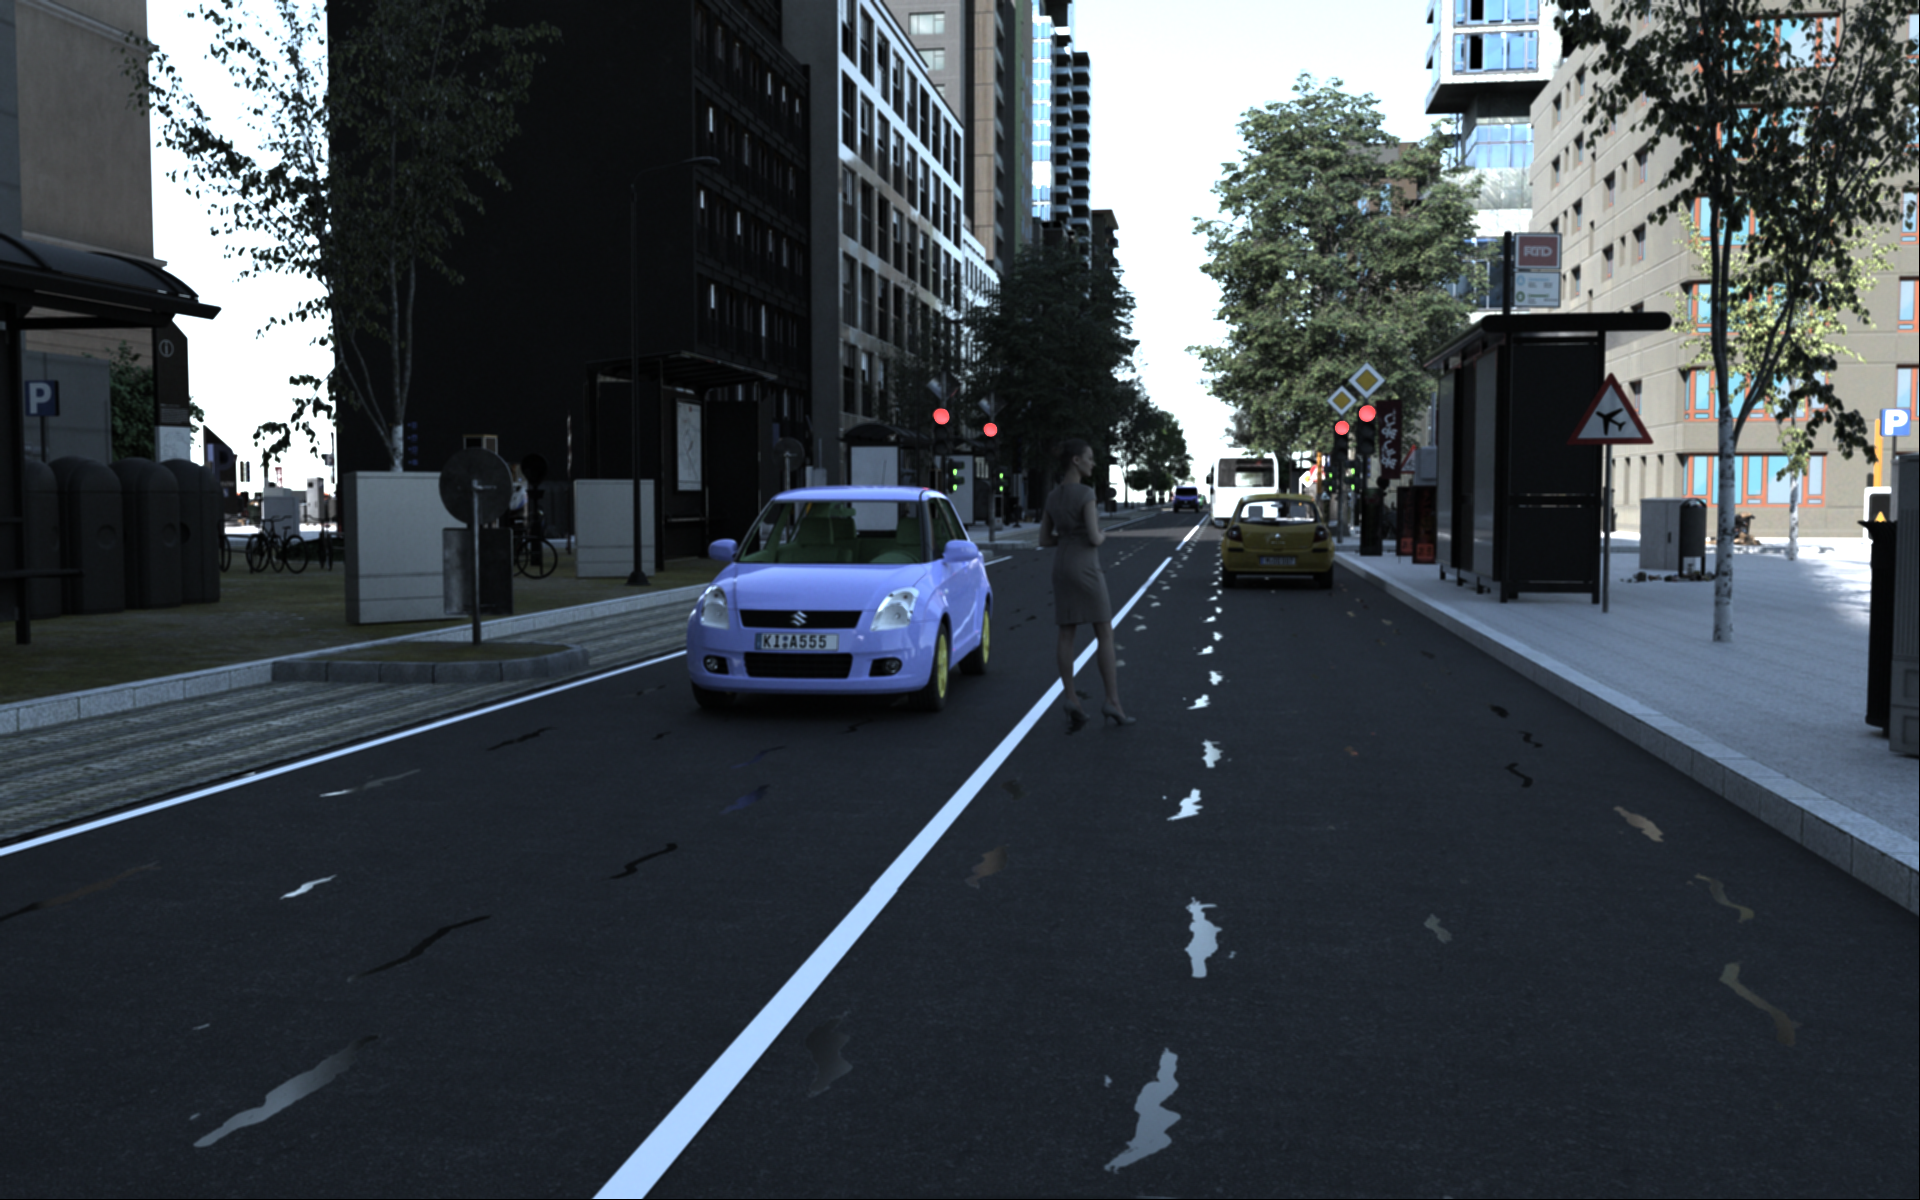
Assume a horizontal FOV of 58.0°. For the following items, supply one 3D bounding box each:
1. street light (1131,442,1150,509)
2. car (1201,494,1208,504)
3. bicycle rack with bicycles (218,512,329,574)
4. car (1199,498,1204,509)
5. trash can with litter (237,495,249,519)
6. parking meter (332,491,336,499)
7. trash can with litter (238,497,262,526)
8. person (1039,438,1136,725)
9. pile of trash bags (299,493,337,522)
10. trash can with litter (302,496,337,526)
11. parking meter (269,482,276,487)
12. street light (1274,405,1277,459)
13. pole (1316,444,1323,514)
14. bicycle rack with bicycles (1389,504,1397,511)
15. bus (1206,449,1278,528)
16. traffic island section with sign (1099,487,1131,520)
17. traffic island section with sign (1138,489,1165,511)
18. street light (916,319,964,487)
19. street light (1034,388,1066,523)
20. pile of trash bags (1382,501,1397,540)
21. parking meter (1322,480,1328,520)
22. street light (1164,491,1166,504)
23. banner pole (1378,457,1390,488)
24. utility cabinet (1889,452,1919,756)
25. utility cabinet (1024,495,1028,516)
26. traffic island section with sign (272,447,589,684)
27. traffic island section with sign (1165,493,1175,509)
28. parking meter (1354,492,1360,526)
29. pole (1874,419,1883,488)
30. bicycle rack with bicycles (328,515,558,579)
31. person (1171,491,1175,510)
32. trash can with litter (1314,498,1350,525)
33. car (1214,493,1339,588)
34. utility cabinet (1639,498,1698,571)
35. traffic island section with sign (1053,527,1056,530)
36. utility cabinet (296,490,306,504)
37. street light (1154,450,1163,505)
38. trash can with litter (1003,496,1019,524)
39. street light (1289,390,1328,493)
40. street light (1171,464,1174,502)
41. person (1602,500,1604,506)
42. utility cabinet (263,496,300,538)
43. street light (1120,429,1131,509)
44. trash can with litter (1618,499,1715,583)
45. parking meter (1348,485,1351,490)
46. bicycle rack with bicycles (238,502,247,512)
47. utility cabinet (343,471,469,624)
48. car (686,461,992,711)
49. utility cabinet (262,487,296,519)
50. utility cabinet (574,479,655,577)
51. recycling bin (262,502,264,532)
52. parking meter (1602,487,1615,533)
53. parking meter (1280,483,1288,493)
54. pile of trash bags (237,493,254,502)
[{"bbox_3d":[15.730,-10.995,152.307,1.470,5.913,1.316,1,4,9],"label":"street light"},{"bbox_3d":[34.474,-14.568,247.973,2.009,1.686,4.222,0,4,7],"label":"car"},{"bbox_3d":[-11.256,-0.950,28.916,2.852,0.926,2.925,-3,4,-36],"label":"bicycle rack with bicycles"},{"bbox_3d":[22.086,-9.495,164.036,1.959,1.807,4.718,0,4,8],"label":"car"},{"bbox_3d":[-36.838,-4.689,87.718,1.678,1.210,2.233,1,4,23],"label":"trash can with litter"},{"bbox_3d":[-43.881,-6.925,121.631,0.372,1.533,0.369,0,3,0],"label":"parking meter"},{"bbox_3d":[-28.923,-3.610,70.407,1.055,1.170,0.624,0,3,0],"label":"trash can with litter"},{"bbox_3d":[0.793,-0.125,10.886,0.374,1.781,0.599,-3,5,-40],"label":"person"},{"bbox_3d":[-28.578,-4.273,79.623,3.447,1.369,1.912,-3,5,-44],"label":"pile of trash bags"},{"bbox_3d":[-25.520,-3.579,69.577,2.233,1.210,1.678,-1,4,-16],"label":"trash can with litter"},{"bbox_3d":[-33.519,-4.817,84.461,0.255,1.863,0.399,-1,4,-12],"label":"parking meter"},{"bbox_3d":[16.478,-7.134,89.189,1.470,5.913,1.316,1,4,9],"label":"street light"},{"bbox_3d":[13.773,-4.436,66.364,0.158,3.312,0.155,0,3,0],"label":"pole"},{"bbox_3d":[15.955,-2.982,62.130,2.852,0.926,2.925,-3,5,-41],"label":"bicycle rack with bicycles"},{"bbox_3d":[12.421,-5.001,76.620,2.948,3.499,13.247,0,4,7],"label":"bus"},{"bbox_3d":[8.393,-5.318,95.569,1.989,1.847,2.006,1,4,9],"label":"traffic island section with sign"},{"bbox_3d":[15.830,-8.286,144.110,1.989,1.847,2.006,1,4,9],"label":"traffic island section with sign"},{"bbox_3d":[-0.591,-4.509,46.255,1.470,5.913,1.316,1,4,9],"label":"street light"},{"bbox_3d":[3.934,-6.325,75.952,1.470,5.913,1.316,1,4,9],"label":"street light"},{"bbox_3d":[12.658,-2.375,48.582,1.912,1.369,3.447,0,4,-5],"label":"pile of trash bags"},{"bbox_3d":[14.790,-3.951,70.310,0.255,1.863,0.399,1,4,10],"label":"parking meter"},{"bbox_3d":[23.544,-14.164,204.130,1.470,5.913,1.316,1,4,9],"label":"street light"},{"bbox_3d":[19.158,-5.412,78.504,0.401,3.779,0.863,-3,4,-37],"label":"banner pole"},{"bbox_3d":[4.905,0.043,7.971,0.318,1.500,1.173,-1,4,-22],"label":"utility cabinet"},{"bbox_3d":[4.283,-5.548,101.872,1.020,1.237,0.306,3,4,37],"label":"utility cabinet"},{"bbox_3d":[-4.119,-0.327,13.973,1.989,1.847,2.006,1,4,9],"label":"traffic island section with sign"},{"bbox_3d":[19.943,-9.923,170.864,1.989,1.847,2.006,1,4,9],"label":"traffic island section with sign"},{"bbox_3d":[15.888,-3.741,69.574,0.372,1.533,0.369,0,3,0],"label":"parking meter"},{"bbox_3d":[25.107,-3.274,47.375,0.158,3.312,0.155,0,3,0],"label":"pole"},{"bbox_3d":[-7.498,-0.800,26.470,2.925,0.926,2.852,1,4,11],"label":"bicycle rack with bicycles"},{"bbox_3d":[18.867,-8.800,153.323,0.756,1.711,0.436,-3,4,-36],"label":"person"},{"bbox_3d":[15.223,-3.751,72.383,2.233,1.210,1.678,1,4,17],"label":"trash can with litter"},{"bbox_3d":[5.077,-1.076,27.811,2.015,1.641,3.980,1,4,10],"label":"car"},{"bbox_3d":[11.974,-1.110,29.315,0.306,1.237,1.020,-1,4,-21],"label":"utility cabinet"},{"bbox_3d":[4.267,-3.673,68.688,1.989,1.847,2.006,1,4,9],"label":"traffic island section with sign"},{"bbox_3d":[-36.187,-5.239,94.332,0.318,1.500,1.173,2,4,25],"label":"utility cabinet"},{"bbox_3d":[20.296,-12.811,181.998,1.470,5.913,1.316,1,4,9],"label":"street light"},{"bbox_3d":[1.741,-3.924,75.213,1.678,1.210,2.233,1,4,19],"label":"trash can with litter"},{"bbox_3d":[12.031,-5.316,59.462,1.470,5.913,1.316,1,4,9],"label":"street light"},{"bbox_3d":[28.199,-15.980,233.807,1.470,5.913,1.316,1,4,9],"label":"street light"},{"bbox_3d":[15.222,-2.021,41.725,0.537,1.800,0.526,1,4,14],"label":"person"},{"bbox_3d":[-19.990,-2.439,51.041,1.020,1.237,0.306,1,4,12],"label":"utility cabinet"},{"bbox_3d":[11.048,-9.137,121.926,1.470,5.913,1.316,1,4,9],"label":"street light"},{"bbox_3d":[10.560,-0.902,25.800,2.233,1.210,1.678,-2,4,-29],"label":"trash can with litter"},{"bbox_3d":[21.073,-5.405,94.079,0.255,1.863,0.399,1,4,20],"label":"parking meter"},{"bbox_3d":[-33.950,-4.051,79.612,2.852,0.926,2.925,-1,4,-18],"label":"bicycle rack with bicycles"},{"bbox_3d":[-5.543,-0.530,17.338,1.173,1.500,0.318,-3,5,-45],"label":"utility cabinet"},{"bbox_3d":[-0.776,-0.186,12.635,1.945,1.707,3.694,0,4,8],"label":"car"},{"bbox_3d":[-21.882,-2.868,55.566,1.173,1.500,0.318,3,4,36],"label":"utility cabinet"},{"bbox_3d":[-5.292,-1.092,26.530,1.173,1.500,0.318,-1,4,-18],"label":"utility cabinet"},{"bbox_3d":[-23.163,-2.820,58.662,0.722,1.027,0.722,0,4,-7],"label":"recycling bin"},{"bbox_3d":[21.676,-3.027,57.899,0.372,1.533,0.369,0,3,0],"label":"parking meter"},{"bbox_3d":[17.620,-5.420,94.327,0.255,1.863,0.399,-2,4,-35],"label":"parking meter"},{"bbox_3d":[-46.861,-6.510,116.188,3.447,1.369,1.912,-2,4,-31],"label":"pile of trash bags"}]
